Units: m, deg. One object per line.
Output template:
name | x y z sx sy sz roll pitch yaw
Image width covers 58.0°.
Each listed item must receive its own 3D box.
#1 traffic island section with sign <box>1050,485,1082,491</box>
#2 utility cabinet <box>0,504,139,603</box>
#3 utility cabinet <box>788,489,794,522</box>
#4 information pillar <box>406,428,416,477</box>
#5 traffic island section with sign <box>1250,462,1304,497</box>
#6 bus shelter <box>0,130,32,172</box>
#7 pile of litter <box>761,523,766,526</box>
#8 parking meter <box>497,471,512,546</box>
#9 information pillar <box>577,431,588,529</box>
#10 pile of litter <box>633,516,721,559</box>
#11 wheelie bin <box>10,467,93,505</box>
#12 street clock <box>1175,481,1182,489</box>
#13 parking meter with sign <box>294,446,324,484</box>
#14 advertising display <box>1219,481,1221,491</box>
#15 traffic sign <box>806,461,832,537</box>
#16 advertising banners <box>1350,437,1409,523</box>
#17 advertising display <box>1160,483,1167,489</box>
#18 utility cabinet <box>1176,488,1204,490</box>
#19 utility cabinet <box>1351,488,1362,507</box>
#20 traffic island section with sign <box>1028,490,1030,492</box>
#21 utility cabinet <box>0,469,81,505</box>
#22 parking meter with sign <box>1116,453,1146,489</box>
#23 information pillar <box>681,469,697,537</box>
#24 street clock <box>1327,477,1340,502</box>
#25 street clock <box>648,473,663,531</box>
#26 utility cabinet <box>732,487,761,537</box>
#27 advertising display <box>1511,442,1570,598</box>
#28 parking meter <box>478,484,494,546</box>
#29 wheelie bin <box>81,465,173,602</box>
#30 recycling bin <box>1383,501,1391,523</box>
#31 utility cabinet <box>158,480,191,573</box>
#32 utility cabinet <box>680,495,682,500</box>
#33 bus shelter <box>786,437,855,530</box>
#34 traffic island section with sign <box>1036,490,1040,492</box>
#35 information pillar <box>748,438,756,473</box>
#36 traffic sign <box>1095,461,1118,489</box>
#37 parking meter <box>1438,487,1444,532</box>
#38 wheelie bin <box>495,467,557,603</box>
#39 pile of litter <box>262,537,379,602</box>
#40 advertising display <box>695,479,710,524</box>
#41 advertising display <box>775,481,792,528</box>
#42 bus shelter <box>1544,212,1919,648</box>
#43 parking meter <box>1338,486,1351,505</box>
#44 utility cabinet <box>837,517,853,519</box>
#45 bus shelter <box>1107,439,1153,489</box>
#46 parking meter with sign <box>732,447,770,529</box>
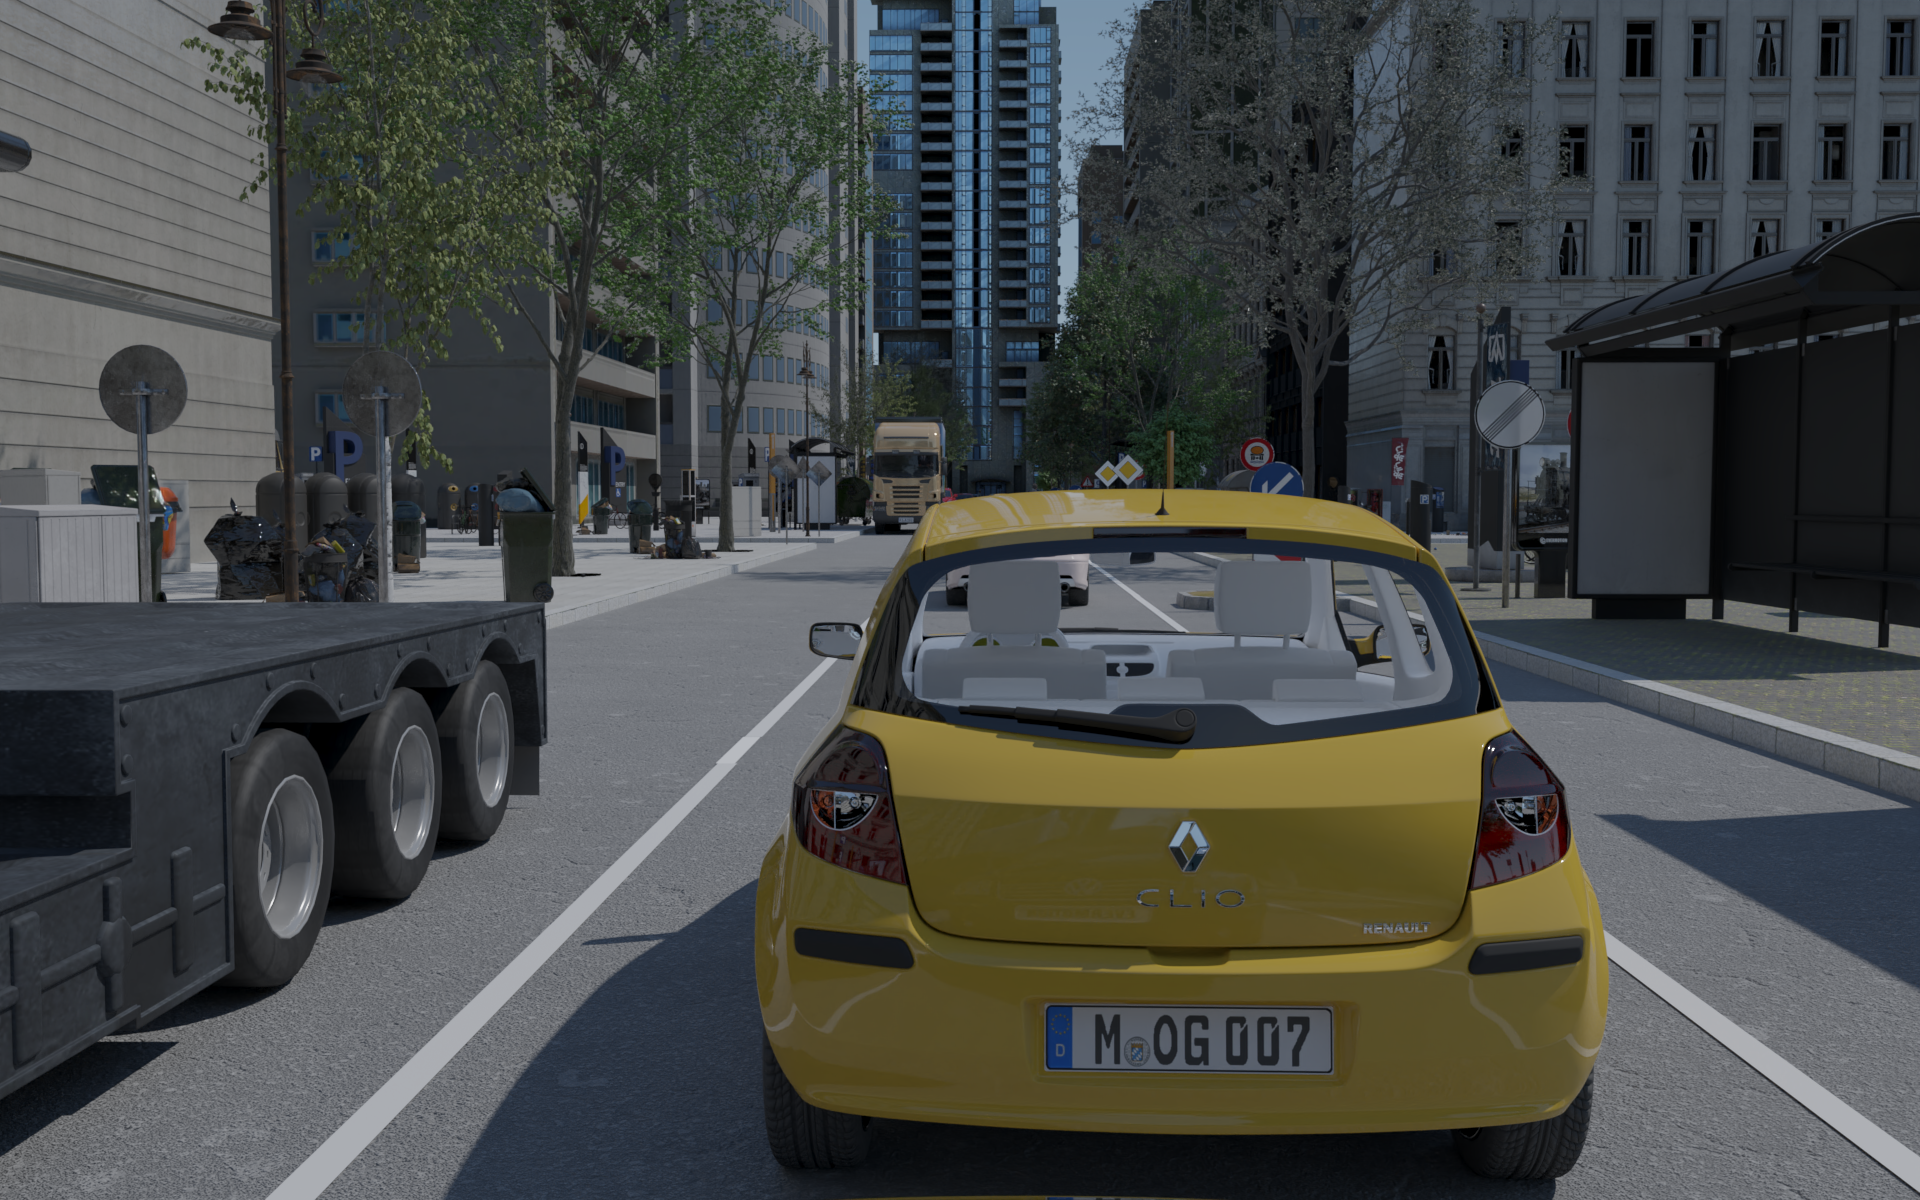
traffic island section with sign | 4.973 -4.158 76.607 1.989 1.847 2.006 0 4 1
utility cabinet | -5.133 0.071 10.002 0.306 1.237 1.020 0 4 3
utility cabinet | -7.632 -4.304 79.048 1.173 1.500 0.318 3 5 41
information pillar | -19.130 -4.222 60.381 0.183 3.616 0.504 1 4 17
traffic island section with sign | 3.804 -0.822 22.064 1.989 1.847 2.006 0 4 1
bus shelter | -6.583 -1.721 5.766 2.179 5.291 8.768 0 4 1
pile of litter | -8.575 -3.444 70.272 1.176 0.858 1.719 -2 4 -32
parking meter | -11.245 -2.270 42.831 0.255 1.863 0.399 1 4 10
information pillar | -14.062 -4.477 64.560 0.183 3.616 0.504 2 4 26
pile of litter | -5.638 -1.255 34.489 1.719 0.858 1.176 2 4 26
wheelie bin | -11.179 -0.797 20.945 0.693 1.594 0.980 1 4 15
street clock | 9.485 -4.321 75.211 0.471 2.002 0.358 -1 4 -20
parking meter with sign | -23.805 -4.064 62.715 0.543 3.016 1.738 1 4 16
advertising display | 13.515 -5.023 87.344 0.974 1.923 0.123 0 4 7
traffic sign | -4.229 -2.957 51.983 0.795 2.450 0.064 0 4 1
advertising banners | 12.870 -3.525 53.818 2.074 3.025 0.090 1 4 22
advertising display | 10.178 -4.824 84.087 0.974 1.923 0.123 3 4 36
utility cabinet | 8.674 -3.495 65.816 1.173 1.500 0.318 -2 4 -26
utility cabinet | 13.895 -3.210 61.161 0.318 1.500 1.173 2 4 28
traffic island section with sign | 7.246 -10.545 181.045 1.989 1.847 2.006 0 4 1
utility cabinet | -8.236 -0.421 15.559 1.173 1.500 0.318 3 5 44
parking meter with sign | 7.460 -4.684 72.849 1.738 3.016 0.543 3 4 37
information pillar | -8.074 -2.878 51.555 0.304 2.012 0.304 2 4 26
street clock | 15.688 -4.176 72.840 0.471 2.002 0.358 2 4 33
street clock | -10.623 -3.420 60.490 0.471 2.002 0.358 0 4 -1
utility cabinet | -6.489 -2.638 51.803 0.318 1.500 1.173 3 5 41
advertising display | 7.287 -0.987 21.347 0.974 1.923 0.123 0 4 -8
parking meter | -11.689 -2.097 42.704 0.372 1.533 0.369 0 3 0
wheelie bin | -9.038 -0.658 18.671 0.693 1.594 0.980 3 5 44
recycling bin | 14.320 -2.850 59.145 0.722 1.027 0.722 1 4 11
utility cabinet | -12.872 -1.158 27.619 0.318 1.500 1.173 2 4 23
utility cabinet | -12.381 -4.198 79.803 1.020 1.237 0.306 1 4 19
bus shelter | -5.124 -4.304 64.289 2.014 3.302 5.546 0 4 1
traffic island section with sign | 5.566 -5.806 103.555 1.989 1.847 2.006 0 4 1
information pillar | -8.710 -4.962 72.482 0.183 3.616 0.504 2 4 26
traffic sign | 4.413 -2.944 51.776 0.795 2.450 0.064 0 4 1
parking meter | 16.000 -3.031 57.960 0.372 1.533 0.369 0 3 0
wheelie bin | -5.155 -0.773 20.539 0.693 1.594 0.980 -1 4 -18
pile of litter | -6.589 -0.225 17.643 1.719 0.858 1.176 -2 4 -25
advertising display | -11.125 -4.188 73.687 0.974 1.923 0.123 -1 4 -15
advertising display | -6.794 -3.735 66.283 0.123 1.923 0.974 3 4 37
bus shelter | 6.999 -1.302 15.207 2.014 3.302 5.546 0 4 1
parking meter | 11.488 -2.654 51.808 0.372 1.533 0.369 0 3 0
utility cabinet | -6.043 -4.865 90.698 1.020 1.237 0.306 3 5 43
bus shelter | 7.613 -5.251 77.137 1.731 3.624 6.357 0 4 1
parking meter with sign | -7.761 -4.116 63.552 1.738 3.016 0.543 -2 4 -32
